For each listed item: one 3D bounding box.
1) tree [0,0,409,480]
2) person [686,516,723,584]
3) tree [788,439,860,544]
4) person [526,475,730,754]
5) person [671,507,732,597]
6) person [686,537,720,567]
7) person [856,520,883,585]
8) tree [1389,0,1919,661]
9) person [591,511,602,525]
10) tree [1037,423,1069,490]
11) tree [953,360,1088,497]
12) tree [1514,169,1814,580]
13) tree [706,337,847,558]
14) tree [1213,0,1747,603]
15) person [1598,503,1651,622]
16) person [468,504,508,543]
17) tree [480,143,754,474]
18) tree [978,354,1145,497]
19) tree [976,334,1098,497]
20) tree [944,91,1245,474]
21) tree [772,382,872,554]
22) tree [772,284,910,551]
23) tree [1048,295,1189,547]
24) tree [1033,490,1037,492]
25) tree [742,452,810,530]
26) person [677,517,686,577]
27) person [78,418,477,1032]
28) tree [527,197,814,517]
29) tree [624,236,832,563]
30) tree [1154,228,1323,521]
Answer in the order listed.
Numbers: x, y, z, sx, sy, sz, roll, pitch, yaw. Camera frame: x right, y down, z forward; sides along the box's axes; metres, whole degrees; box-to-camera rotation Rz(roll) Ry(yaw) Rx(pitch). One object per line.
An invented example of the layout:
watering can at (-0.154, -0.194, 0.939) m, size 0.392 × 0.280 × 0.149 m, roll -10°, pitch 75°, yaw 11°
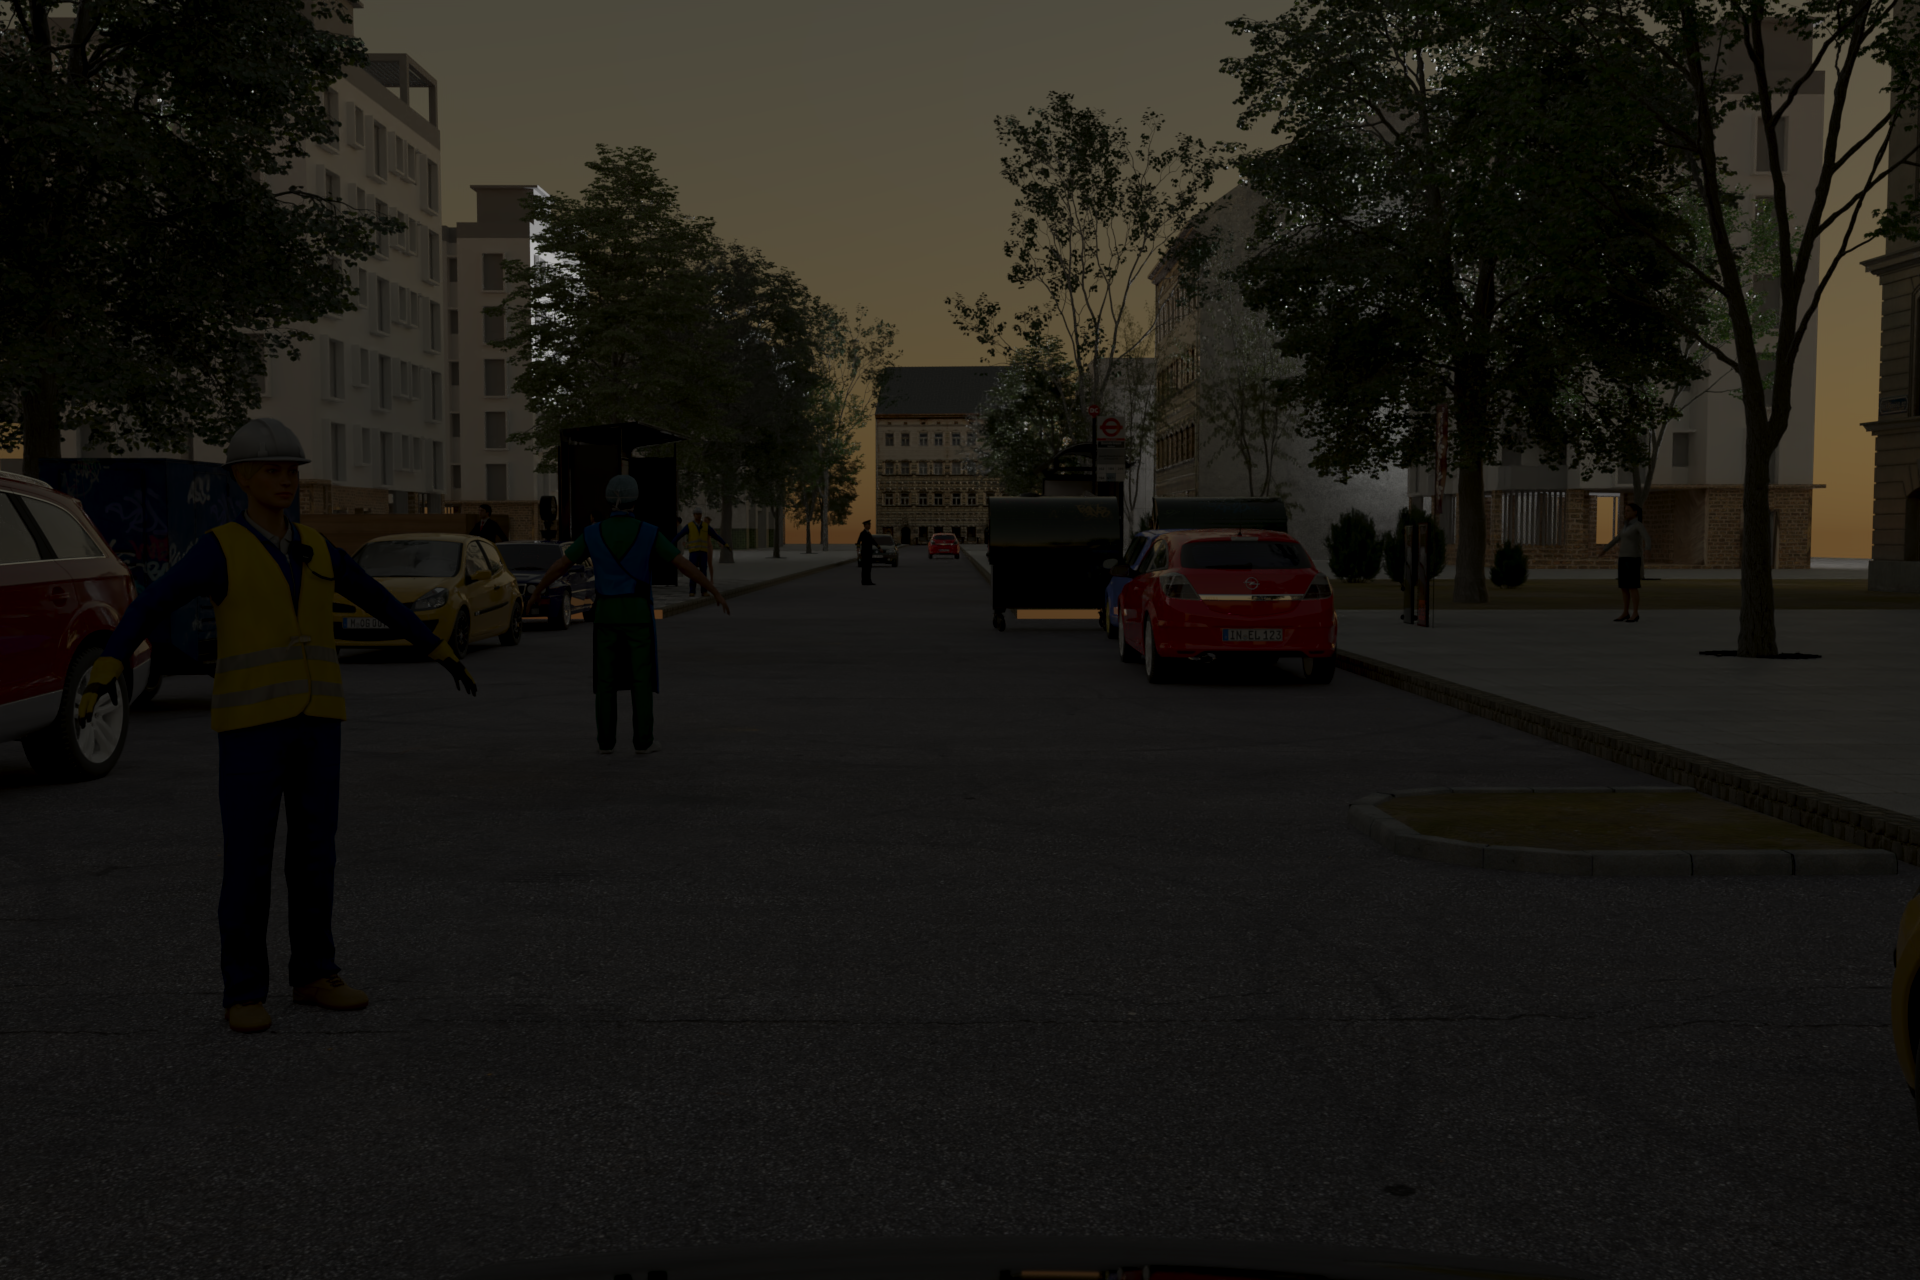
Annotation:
tree at (-12.219, -7.103, 22.794) m, size 9.857 × 13.997 × 8.962 m, roll 0°, pitch 3°, yaw 0°
person at (-6.493, -2.282, 44.121) m, size 1.217 × 1.733 × 0.721 m, roll 2°, pitch 4°, yaw 33°
tree at (-17.432, -19.207, 220.692) m, size 9.857 × 13.997 × 8.962 m, roll 0°, pitch 3°, yaw 0°
person at (-2.189, -0.168, 11.328) m, size 1.347 × 1.817 × 0.704 m, roll 0°, pitch 4°, yaw 1°
person at (-5.377, -1.813, 35.610) m, size 1.349 × 1.833 × 0.705 m, roll -1°, pitch 4°, yaw -21°
person at (-9.965, -3.706, 66.856) m, size 1.348 × 1.796 × 0.705 m, roll 0°, pitch 4°, yaw 2°
person at (-2.582, -2.455, 48.524) m, size 0.705 × 1.837 × 1.347 m, roll 2°, pitch 4°, yaw 27°
tree at (8.406, -5.635, 17.892) m, size 9.928 × 11.665 × 9.643 m, roll 0°, pitch 3°, yaw 0°
person at (-7.435, -1.734, 35.066) m, size 0.721 × 1.740 × 1.216 m, roll 2°, pitch 4°, yaw 33°
tree at (5.184, -9.616, 107.581) m, size 4.360 × 8.622 × 3.978 m, roll 0°, pitch 3°, yaw 0°
tree at (4.612, -12.882, 120.983) m, size 12.009 × 13.543 × 11.850 m, roll 0°, pitch 3°, yaw 0°
tree at (19.125, -7.490, 48.219) m, size 9.928 × 11.665 × 9.643 m, roll 0°, pitch 3°, yaw 0°
tree at (-9.773, -10.111, 91.071) m, size 9.928 × 11.665 × 9.643 m, roll 0°, pitch 3°, yaw 0°
tree at (9.487, -7.673, 32.108) m, size 9.857 × 13.997 × 8.962 m, roll 0°, pitch 3°, yaw 0°
person at (9.702, -1.127, 25.252) m, size 0.721 × 1.735 × 1.217 m, roll -1°, pitch 4°, yaw -12°
person at (-8.331, -1.477, 30.341) m, size 1.347 × 1.806 × 0.705 m, roll 2°, pitch 4°, yaw 28°
tree at (-9.939, -8.100, 50.562) m, size 7.486 × 12.596 × 7.792 m, roll 0°, pitch 3°, yaw 0°
tree at (5.424, -9.463, 89.134) m, size 8.767 × 10.594 × 7.601 m, roll -1°, pitch 4°, yaw -19°
tree at (4.449, -11.052, 98.823) m, size 7.486 × 12.596 × 7.792 m, roll 0°, pitch 3°, yaw 0°
tree at (5.758, -13.269, 72.844) m, size 12.611 × 20.169 × 13.585 m, roll 0°, pitch 3°, yaw 0°
tree at (-9.764, -11.437, 112.747) m, size 9.928 × 11.665 × 9.643 m, roll 0°, pitch 3°, yaw 0°
tree at (-9.936, -16.770, 130.084) m, size 12.611 × 20.169 × 13.585 m, roll 0°, pitch 3°, yaw 0°
tree at (5.386, -6.285, 53.118) m, size 4.360 × 8.622 × 3.978 m, roll 0°, pitch 3°, yaw 0°
tree at (4.736, -10.981, 129.907) m, size 4.360 × 8.622 × 3.978 m, roll 0°, pitch 3°, yaw 0°
tree at (-10.383, -9.048, 98.291) m, size 4.360 × 8.622 × 3.978 m, roll 0°, pitch 3°, yaw 0°
person at (-8.501, -2.809, 52.108) m, size 0.705 × 1.806 × 1.347 m, roll -2°, pitch 4°, yaw -33°
person at (-1.974, 0.234, 5.099) m, size 0.721 × 1.772 × 1.216 m, roll 3°, pitch 5°, yaw 41°
tree at (-10.450, -9.319, 62.737) m, size 12.009 × 13.543 × 11.850 m, roll 0°, pitch 3°, yaw 0°
tree at (-10.195, -10.341, 75.725) m, size 9.857 × 13.997 × 8.962 m, roll 0°, pitch 3°, yaw 0°
tree at (7.281, -5.574, 41.496) m, size 4.360 × 8.622 × 3.978 m, roll 0°, pitch 3°, yaw 0°
